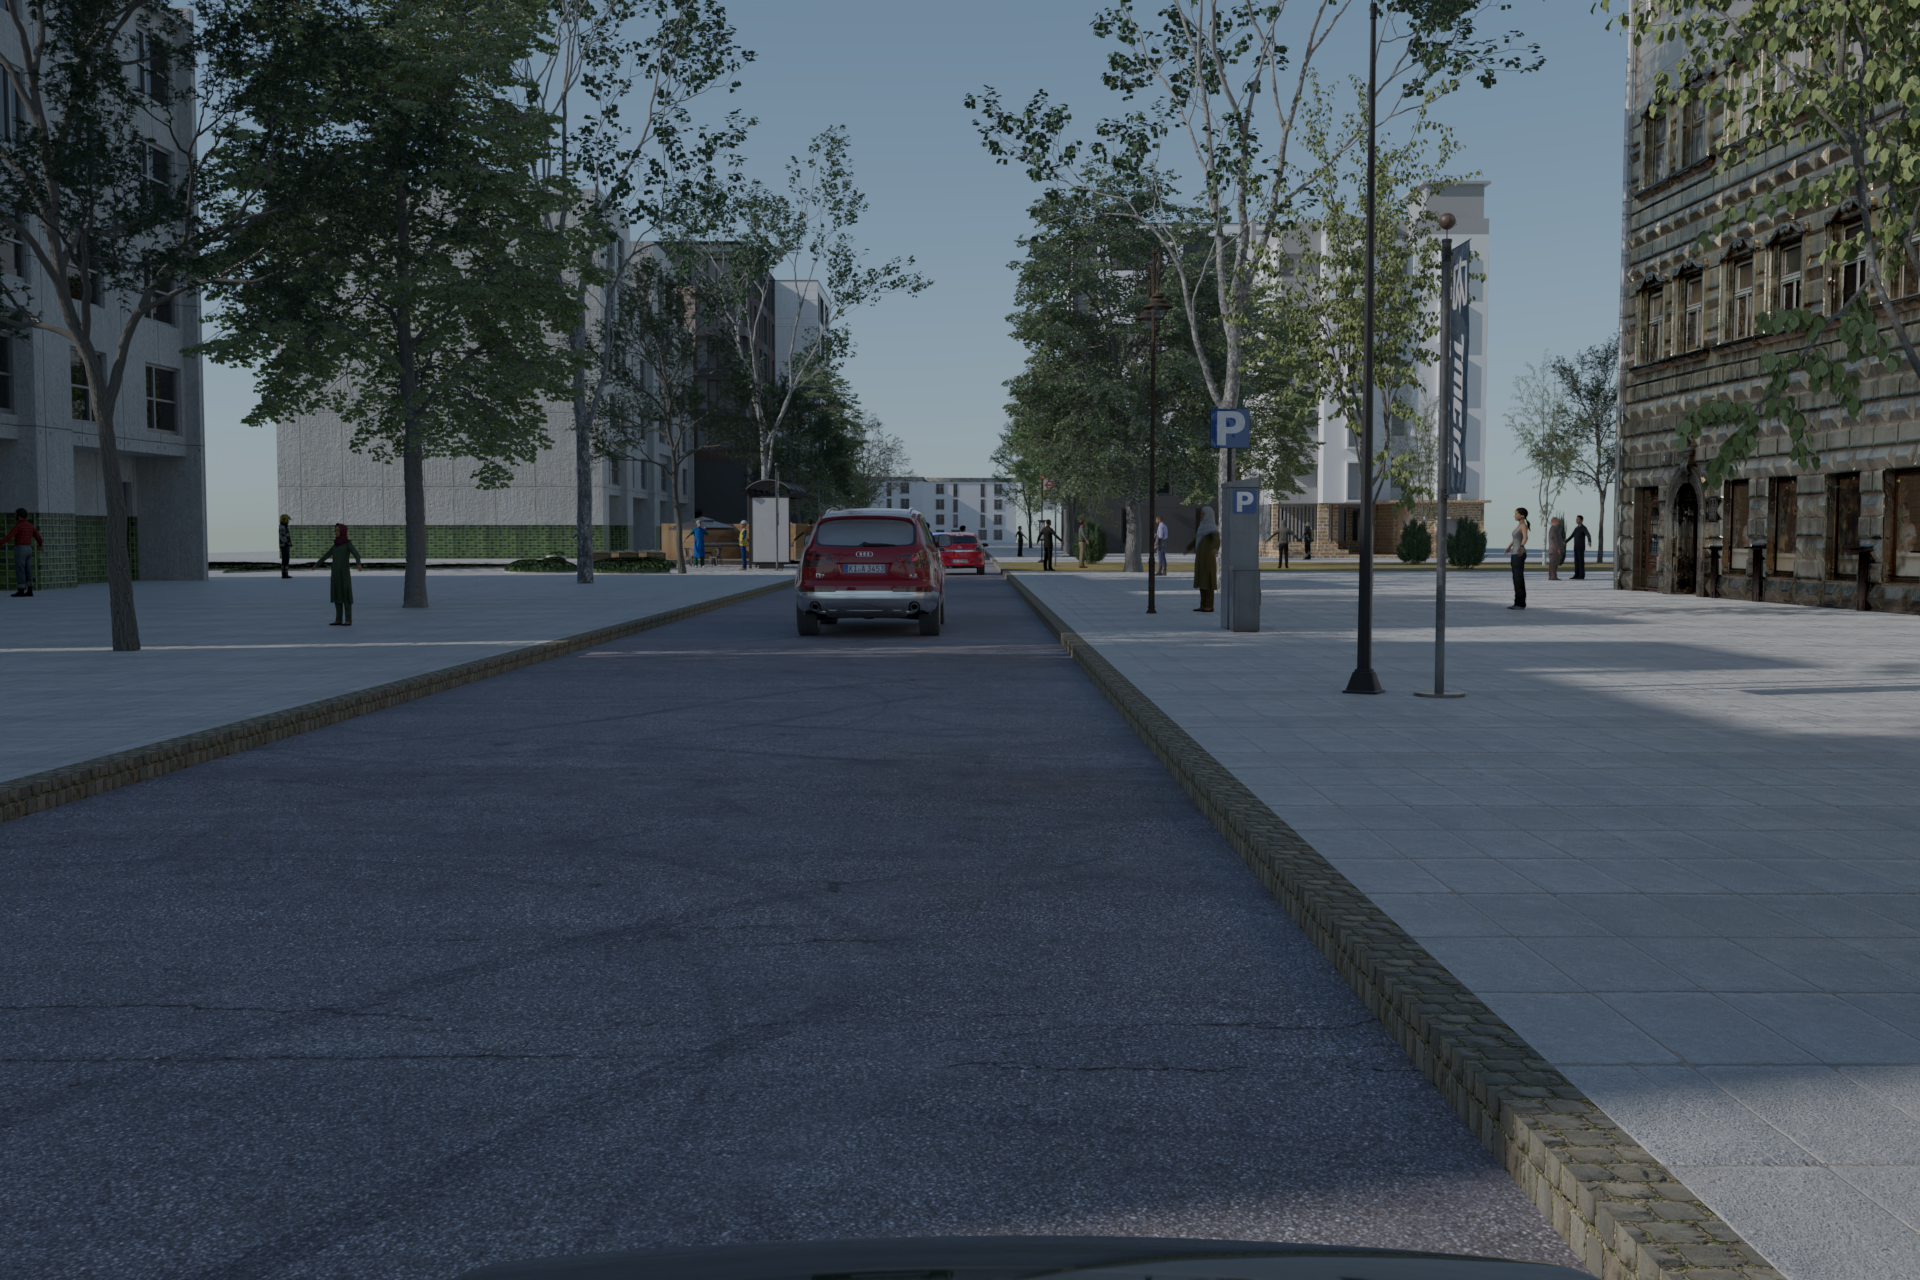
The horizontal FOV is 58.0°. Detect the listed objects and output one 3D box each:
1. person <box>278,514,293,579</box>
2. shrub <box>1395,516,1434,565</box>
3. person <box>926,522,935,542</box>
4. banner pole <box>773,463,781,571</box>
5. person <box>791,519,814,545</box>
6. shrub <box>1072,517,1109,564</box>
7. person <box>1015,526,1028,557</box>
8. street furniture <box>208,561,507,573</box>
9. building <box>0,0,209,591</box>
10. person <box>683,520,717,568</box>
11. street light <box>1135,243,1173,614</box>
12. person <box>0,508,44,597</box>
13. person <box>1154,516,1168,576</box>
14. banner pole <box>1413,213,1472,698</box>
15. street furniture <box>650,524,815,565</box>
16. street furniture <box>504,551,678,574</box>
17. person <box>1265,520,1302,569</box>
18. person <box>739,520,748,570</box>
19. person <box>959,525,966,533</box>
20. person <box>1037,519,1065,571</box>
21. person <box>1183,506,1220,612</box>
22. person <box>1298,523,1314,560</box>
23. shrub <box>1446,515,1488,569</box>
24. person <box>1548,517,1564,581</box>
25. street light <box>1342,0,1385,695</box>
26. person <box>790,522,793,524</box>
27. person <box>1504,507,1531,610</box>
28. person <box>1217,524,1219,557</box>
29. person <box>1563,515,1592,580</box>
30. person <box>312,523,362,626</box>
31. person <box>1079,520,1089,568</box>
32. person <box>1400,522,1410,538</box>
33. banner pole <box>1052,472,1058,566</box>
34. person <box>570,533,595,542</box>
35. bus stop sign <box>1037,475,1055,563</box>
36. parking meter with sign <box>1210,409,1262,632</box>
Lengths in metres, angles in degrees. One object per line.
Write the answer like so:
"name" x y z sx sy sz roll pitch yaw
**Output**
"person" -19.440 -2.703 49.965 0.704 1.858 1.351 -1 4 -16
"shrub" 19.220 -4.209 73.238 1.690 2.028 1.600 0 3 0
"person" -1.094 -2.820 54.743 0.705 1.806 1.347 -2 4 -32
"banner pole" -6.444 -4.355 61.228 0.401 3.779 0.863 0 4 2
"person" -5.224 -3.322 60.448 1.346 1.812 0.704 0 4 3
"shrub" 5.535 -4.225 73.505 1.690 2.028 1.600 0 3 0
"person" 3.388 -5.424 95.395 0.721 1.740 1.216 2 4 34
"street furniture" -31.138 -3.896 68.736 27.439 1.986 14.083 3 4 36
"building" -29.107 -10.112 31.787 16.747 18.905 31.486 0 4 -1
"person" -9.959 -3.673 66.185 1.347 1.817 0.704 -2 4 -24
"street light" 3.098 -3.368 27.847 0.468 5.910 1.993 0 4 0
"person" -19.153 -1.788 35.345 0.704 1.816 1.345 1 4 13
"person" 6.041 -2.884 53.070 0.599 1.838 0.709 2 4 24
"banner pole" 3.797 -1.429 13.384 0.401 3.779 0.863 0 4 0
"street furniture" -9.753 -4.271 76.693 11.010 1.723 9.812 2 4 26
"street furniture" -12.518 -2.721 60.116 5.734 0.657 10.072 0 4 -4
"person" 12.061 -3.574 64.565 1.348 1.813 0.705 0 4 7
"person" -7.798 -3.385 61.811 0.721 1.772 1.216 -1 4 -8
"person" 0.164 -4.164 76.684 0.704 1.843 1.345 -1 4 -18
"person" 3.108 -3.320 60.508 0.704 1.802 1.346 -3 5 -42
"person" 3.977 -1.329 28.508 0.721 1.736 1.217 -1 4 -17
"person" 17.390 -4.950 86.704 0.705 1.856 1.354 3 5 43
"shrub" 18.586 -3.624 63.674 1.690 2.028 1.600 0 3 0
"person" 16.491 -2.527 47.916 0.434 1.755 0.990 1 4 10
"street light" 3.806 -2.524 13.811 1.470 5.913 1.316 0 4 1
"person" -8.174 -4.777 83.959 1.347 1.847 0.705 2 4 33
"person" 9.452 -1.389 29.515 0.721 1.737 1.217 0 4 7
"person" 14.229 -5.468 95.340 0.705 1.837 1.347 -2 4 -23
"person" 17.489 -2.625 48.973 0.704 1.823 1.345 -1 4 -14
"person" -8.690 -0.916 24.192 0.989 1.438 0.599 2 4 31
"person" 4.669 -3.632 65.652 0.705 1.796 1.348 0 4 -6
"person" 21.390 -4.716 82.879 0.705 1.858 1.354 2 4 32
"banner pole" 3.797 -4.807 68.610 0.401 3.779 0.863 0 4 0
"person" -18.583 -4.856 85.360 1.349 1.833 0.705 1 4 15
"bus stop sign" 3.899 -5.446 77.741 0.855 3.939 0.416 0 4 0
"parking meter with sign" 3.754 -1.656 23.333 0.543 3.016 1.738 0 4 0
